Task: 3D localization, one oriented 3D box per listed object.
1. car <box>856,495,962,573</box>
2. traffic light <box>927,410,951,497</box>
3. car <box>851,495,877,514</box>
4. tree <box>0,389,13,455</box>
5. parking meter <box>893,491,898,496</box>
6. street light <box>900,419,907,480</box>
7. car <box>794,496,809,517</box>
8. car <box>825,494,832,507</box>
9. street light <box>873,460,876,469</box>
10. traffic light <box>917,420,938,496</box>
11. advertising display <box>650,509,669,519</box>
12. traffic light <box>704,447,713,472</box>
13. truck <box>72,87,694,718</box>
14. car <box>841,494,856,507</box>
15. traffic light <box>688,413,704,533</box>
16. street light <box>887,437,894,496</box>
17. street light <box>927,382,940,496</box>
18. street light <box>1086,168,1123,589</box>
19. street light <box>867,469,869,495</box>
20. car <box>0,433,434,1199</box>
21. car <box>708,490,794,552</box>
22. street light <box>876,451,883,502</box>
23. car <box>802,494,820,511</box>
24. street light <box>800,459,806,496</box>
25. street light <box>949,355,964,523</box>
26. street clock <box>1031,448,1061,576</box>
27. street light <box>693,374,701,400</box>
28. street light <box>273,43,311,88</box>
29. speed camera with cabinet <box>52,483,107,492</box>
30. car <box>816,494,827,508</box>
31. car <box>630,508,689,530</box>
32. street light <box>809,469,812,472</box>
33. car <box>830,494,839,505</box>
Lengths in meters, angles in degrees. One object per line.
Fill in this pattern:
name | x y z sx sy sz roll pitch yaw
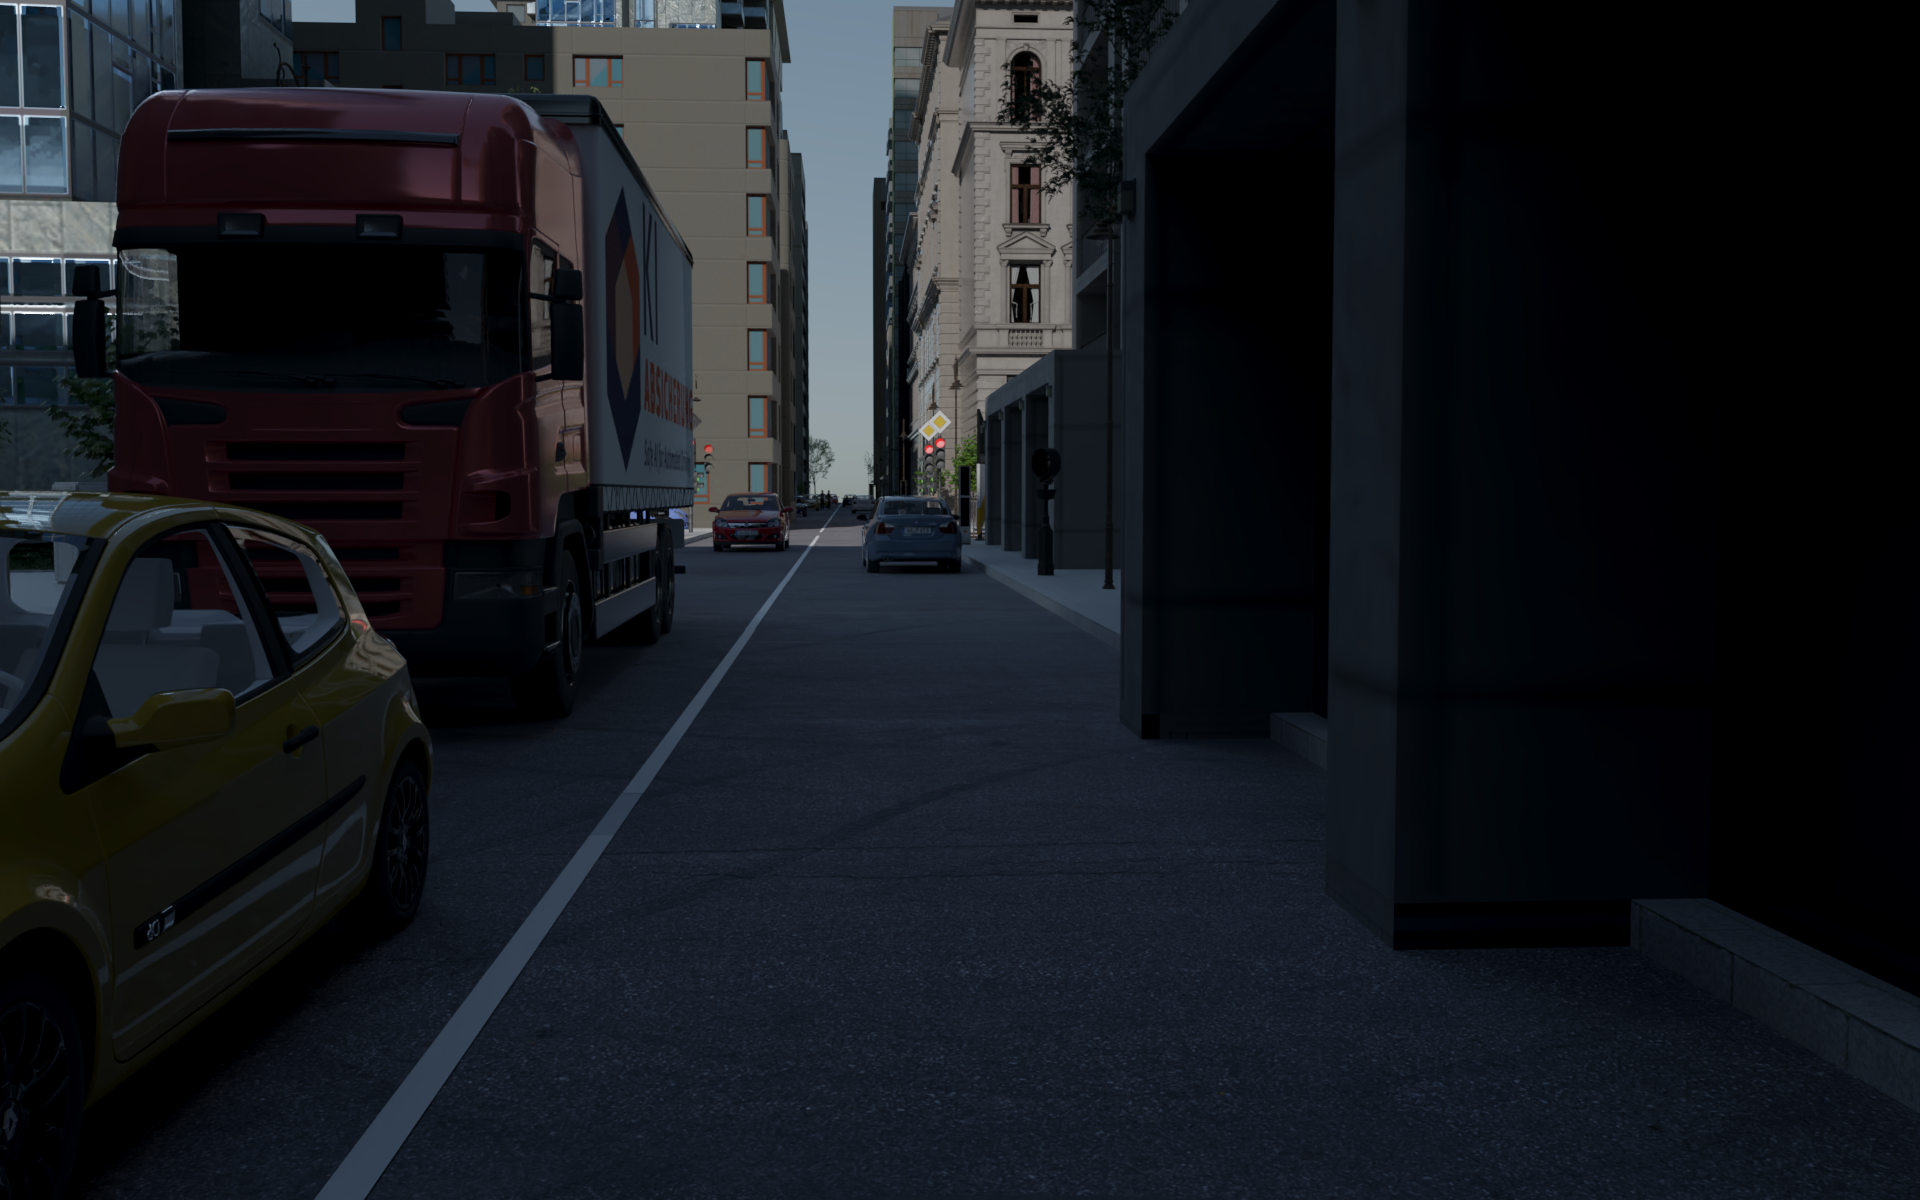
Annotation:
car | -0.953 -1.279 32.922 2.014 1.417 4.499 0 4 -5
traffic light | -0.696 -4.229 58.066 0.839 4.253 0.868 0 4 -4
car | -7.040 -7.061 127.817 2.083 1.381 4.827 0 4 -2
tree | -20.039 -3.015 33.011 4.285 4.588 4.351 0 3 0
parking meter | -4.909 -7.510 131.191 0.372 1.533 0.369 0 3 0
street light | -3.449 -8.159 106.179 0.468 5.910 1.993 0 4 -4
car | -10.555 -5.944 109.763 1.945 1.354 3.894 0 4 -5
car | -15.313 -11.213 193.552 2.015 1.641 3.980 0 4 -5
street light | -10.462 -14.926 216.833 0.468 5.910 1.993 0 4 -4
traffic light | -1.211 -4.716 66.034 0.839 4.253 0.868 0 4 -4
advertising display | -8.916 -2.828 51.454 0.123 1.923 0.974 1 4 18
traffic light | -9.454 -4.683 65.489 0.839 4.253 0.868 0 4 -4
truck | -3.900 -1.559 14.405 2.839 4.237 11.283 0 4 -4
car | -11.951 -10.948 188.793 2.009 1.686 4.222 0 4 -4
traffic light | -8.940 -4.196 57.520 0.839 4.253 0.868 0 4 -4
street light | -6.016 -10.695 147.652 0.468 5.910 1.993 0 4 -4
street light | -1.103 -6.047 71.654 0.468 5.910 1.993 0 4 -4
street light | 2.012 -3.086 23.241 0.468 5.910 1.993 0 4 -4
street light | -13.676 -17.920 265.784 0.468 5.910 1.993 0 4 -4
car | -2.599 0.363 4.284 2.015 1.641 3.980 0 4 -2
car | -5.345 -2.172 44.558 2.155 1.783 4.494 0 4 -3
street light | -8.317 -12.819 182.377 0.468 5.910 1.993 0 4 -4
car | -12.933 -8.445 148.298 2.015 1.641 3.980 0 4 -2
street light | -20.273 -15.483 225.938 0.468 5.910 1.993 0 4 -4
street light | -0.133 -5.196 57.737 0.468 5.910 1.993 0 4 -4
street clock | 1.353 -1.387 27.250 0.358 2.002 0.471 -3 4 -37
street light | -9.956 -5.697 65.940 0.468 5.910 1.993 0 4 -4
street light | -6.880 -2.788 18.378 0.468 5.910 1.993 0 4 -4
speed camera with cabinet | -12.279 -1.907 25.512 0.660 3.252 2.038 2 4 27
car | -14.880 -10.586 183.309 2.015 1.641 3.980 0 4 -4
car | -11.460 -3.184 61.646 3.694 1.707 1.945 0 4 -2
street light | -22.525 -17.582 260.248 0.468 5.910 1.993 0 4 -4
car | -17.249 -13.661 232.392 2.155 1.783 4.494 0 4 -2
